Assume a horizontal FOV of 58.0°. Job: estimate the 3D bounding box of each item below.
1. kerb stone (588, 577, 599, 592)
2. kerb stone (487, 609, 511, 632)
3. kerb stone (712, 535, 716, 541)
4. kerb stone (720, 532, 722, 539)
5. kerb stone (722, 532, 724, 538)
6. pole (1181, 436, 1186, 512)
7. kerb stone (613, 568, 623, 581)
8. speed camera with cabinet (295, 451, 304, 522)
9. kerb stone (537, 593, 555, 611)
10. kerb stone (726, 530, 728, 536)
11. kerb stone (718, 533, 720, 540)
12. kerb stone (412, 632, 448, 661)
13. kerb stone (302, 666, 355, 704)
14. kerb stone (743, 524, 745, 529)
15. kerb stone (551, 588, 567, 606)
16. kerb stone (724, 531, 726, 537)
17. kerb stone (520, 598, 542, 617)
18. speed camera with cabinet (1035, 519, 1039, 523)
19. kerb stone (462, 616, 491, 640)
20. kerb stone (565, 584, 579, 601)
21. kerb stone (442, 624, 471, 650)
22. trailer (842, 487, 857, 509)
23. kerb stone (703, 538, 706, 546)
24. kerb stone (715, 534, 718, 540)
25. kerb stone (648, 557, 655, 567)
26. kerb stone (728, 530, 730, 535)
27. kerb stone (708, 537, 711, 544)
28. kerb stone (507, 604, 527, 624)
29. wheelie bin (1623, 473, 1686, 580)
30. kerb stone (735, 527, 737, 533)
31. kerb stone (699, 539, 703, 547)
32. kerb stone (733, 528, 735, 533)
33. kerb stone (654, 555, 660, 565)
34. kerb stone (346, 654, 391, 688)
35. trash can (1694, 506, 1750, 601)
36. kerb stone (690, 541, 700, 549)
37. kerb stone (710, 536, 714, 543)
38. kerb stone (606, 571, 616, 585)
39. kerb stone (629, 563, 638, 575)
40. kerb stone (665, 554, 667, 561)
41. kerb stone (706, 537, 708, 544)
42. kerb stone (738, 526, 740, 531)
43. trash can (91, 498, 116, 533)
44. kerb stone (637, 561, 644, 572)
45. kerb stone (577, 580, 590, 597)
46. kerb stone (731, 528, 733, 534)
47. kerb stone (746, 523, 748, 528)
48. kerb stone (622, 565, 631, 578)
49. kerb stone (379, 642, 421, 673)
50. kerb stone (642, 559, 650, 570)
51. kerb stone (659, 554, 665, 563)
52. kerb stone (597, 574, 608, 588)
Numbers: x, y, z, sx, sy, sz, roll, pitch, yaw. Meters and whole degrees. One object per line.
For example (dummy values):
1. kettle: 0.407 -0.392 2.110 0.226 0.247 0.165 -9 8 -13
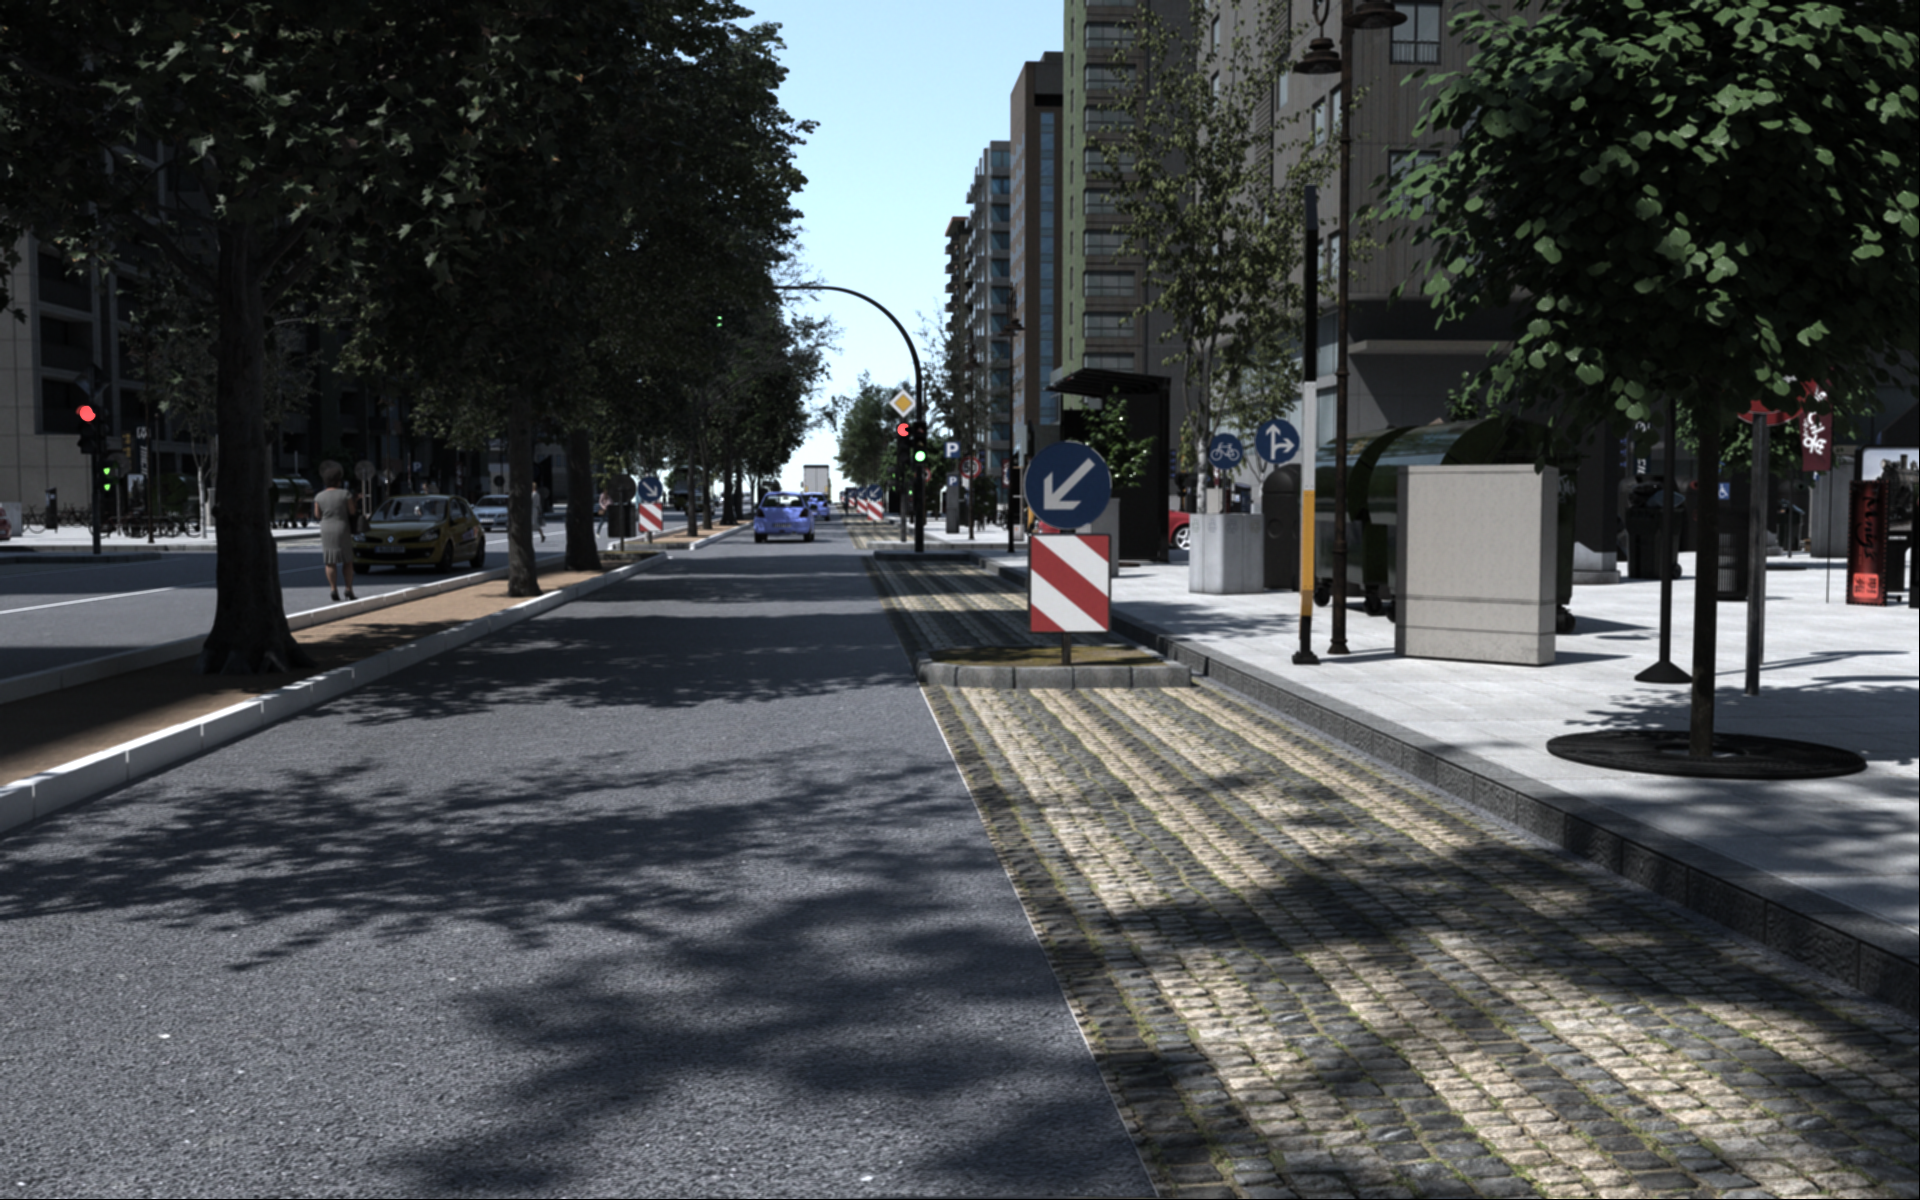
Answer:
1. kerb stone: -5.492 -0.203 25.555 0.120 0.150 1.000 0 4 -4
2. kerb stone: -4.951 0.236 18.392 0.120 0.150 1.000 0 4 -4
3. kerb stone: -7.438 -1.801 51.634 0.120 0.150 1.000 0 4 -4
4. kerb stone: -7.679 -1.988 54.698 0.120 0.150 1.000 0 4 -4
5. kerb stone: -7.759 -2.049 55.722 0.120 0.150 1.000 0 4 -4
6. pole: 7.529 -3.945 58.337 0.158 3.312 0.155 0 3 0
7. kerb stone: -5.727 -0.393 28.621 0.120 0.150 1.000 0 4 -4
8. speed camera with cabinet: -30.865 -5.264 80.399 0.660 3.252 2.038 -1 4 -11
9. kerb stone: -5.186 0.045 21.462 0.120 0.150 1.000 0 4 -4
10. kerb stone: -7.910 -2.172 57.770 0.120 0.150 1.000 0 4 -4
11. kerb stone: -7.609 -1.925 53.675 0.120 0.150 1.000 0 4 -4
12. kerb stone: -4.726 0.421 15.312 0.120 0.150 1.000 0 4 -4
13. kerb stone: -4.493 0.609 12.241 0.120 0.150 1.000 0 4 -4
14. kerb stone: -8.759 -2.862 69.025 0.120 0.150 1.000 0 4 -4
15. kerb stone: -5.269 -0.018 22.487 0.120 0.150 1.000 0 4 -4
16. kerb stone: -7.827 -2.113 56.747 0.120 0.150 1.000 0 4 -4
17. kerb stone: -5.106 0.109 20.431 0.120 0.150 1.000 0 4 -4
18. speed camera with cabinet: 3.984 -4.994 75.982 0.660 3.252 2.038 -3 5 -40
19. kerb stone: -4.886 0.296 17.356 0.120 0.150 1.000 0 4 -4
20. kerb stone: -5.339 -0.080 23.509 0.120 0.150 1.000 0 4 -4
21. kerb stone: -4.799 0.363 16.337 0.120 0.150 1.000 0 4 -4
22. trailer: -9.435 -8.732 149.813 1.471 1.999 3.904 0 4 -5
23. kerb stone: -7.138 -1.550 47.540 0.120 0.150 1.000 0 4 -4
24. kerb stone: -7.527 -1.863 52.657 0.120 0.150 1.000 0 4 -4
25. kerb stone: -6.111 -0.706 33.736 0.120 0.150 1.000 0 4 -4
26. kerb stone: -7.984 -2.237 58.790 0.120 0.150 1.000 0 4 -4
27. kerb stone: -7.303 -1.670 49.583 0.120 0.150 1.000 0 4 -4
28. kerb stone: -5.031 0.176 19.411 0.120 0.150 1.000 0 4 -4
29. wheelie bin: 10.504 -1.119 26.200 0.693 1.594 0.980 -2 4 -33
30. kerb stone: -8.293 -2.488 62.881 0.120 0.150 1.000 0 4 -4
31. kerb stone: -7.060 -1.485 46.510 0.120 0.150 1.000 0 4 -4
32. kerb stone: -8.215 -2.423 61.855 0.120 0.150 1.000 0 4 -4
33. kerb stone: -6.180 -0.769 34.767 0.120 0.150 1.000 0 4 -4
34. kerb stone: -4.567 0.551 13.268 0.120 0.150 1.000 0 4 -4
35. trash can: 9.246 -0.564 20.879 0.748 1.137 0.748 0 3 0
36. kerb stone: -7.000 -1.421 45.490 0.120 0.150 1.000 0 4 -4
37. kerb stone: -7.368 -1.737 50.606 0.120 0.150 1.000 0 4 -4
38. kerb stone: -5.639 -0.328 27.597 0.120 0.150 1.000 0 4 -4
39. kerb stone: -5.872 -0.518 30.667 0.120 0.150 1.000 0 4 -4
40. kerb stone: -6.332 -0.894 36.808 0.120 0.150 1.000 0 4 -4
41. kerb stone: -7.220 -1.612 48.558 0.120 0.150 1.000 0 4 -4
42. kerb stone: -8.448 -2.614 64.933 0.120 0.150 1.000 0 4 -4
43. trash can: -28.241 -2.783 57.163 0.748 1.137 0.748 0 3 0
44. kerb stone: -5.947 -0.576 31.687 0.120 0.150 1.000 0 4 -4
45. kerb stone: -5.405 -0.143 24.530 0.120 0.150 1.000 0 4 -4
46. kerb stone: -8.143 -2.360 60.836 0.120 0.150 1.000 0 4 -4
47. kerb stone: -8.909 -2.990 71.079 0.120 0.150 1.000 0 4 -4
48. kerb stone: -5.793 -0.455 29.641 0.120 0.150 1.000 0 4 -4
49. kerb stone: -4.644 0.485 14.287 0.120 0.150 1.000 0 4 -4
50. kerb stone: -6.020 -0.640 32.707 0.120 0.150 1.000 0 4 -4
51. kerb stone: -6.260 -0.828 35.787 0.120 0.150 1.000 0 4 -4
52. kerb stone: -5.570 -0.267 26.577 0.120 0.150 1.000 0 4 -4
